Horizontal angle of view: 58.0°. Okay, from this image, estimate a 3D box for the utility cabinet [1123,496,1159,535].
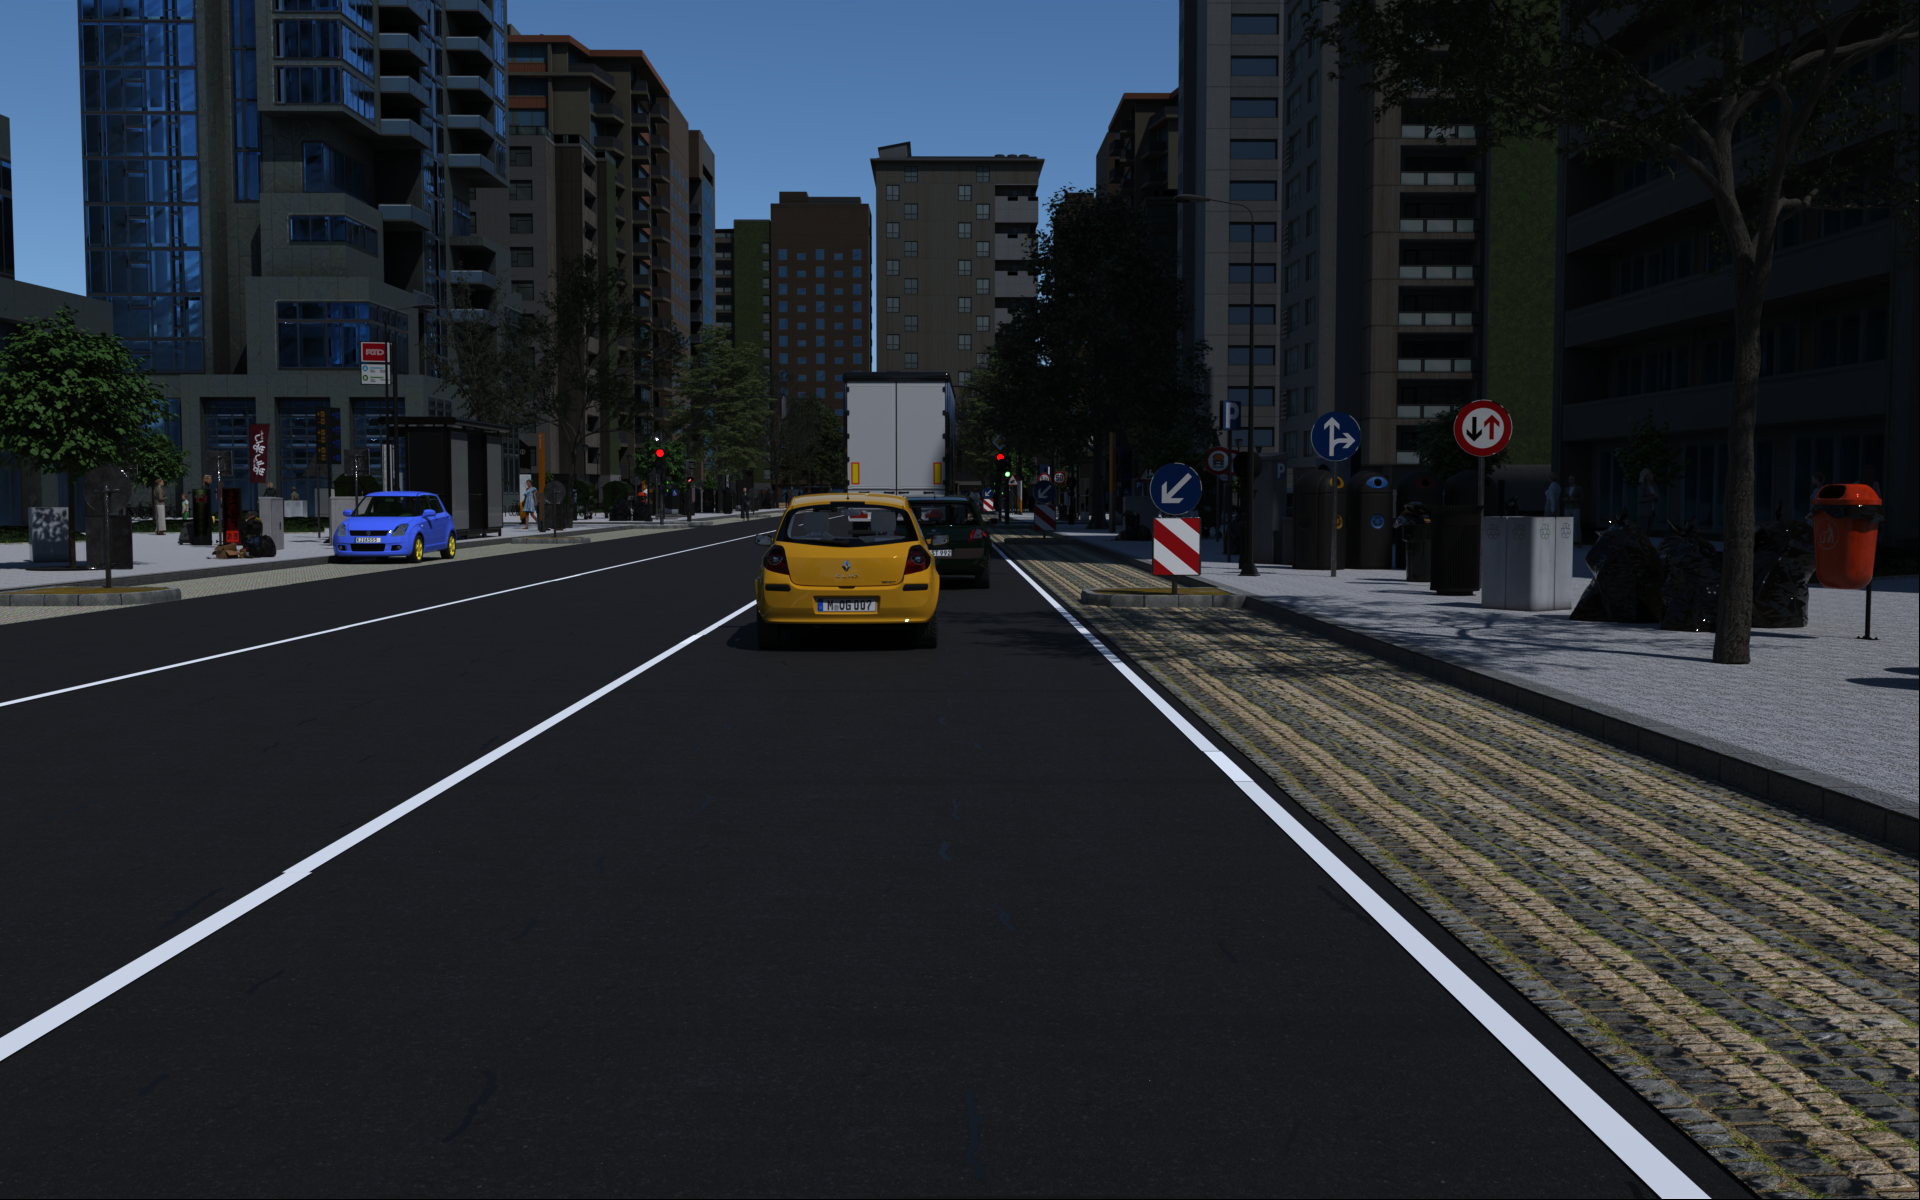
[{"bbox_3d":[5.310,-2.431,50.907,1.020,1.237,0.306,-1,4,-13],"label":"utility cabinet"}]

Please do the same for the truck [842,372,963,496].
[{"bbox_3d":[-1.389,-3.449,45.302,2.839,4.237,11.283,0,4,1],"label":"truck"}]

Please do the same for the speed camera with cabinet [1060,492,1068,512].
[{"bbox_3d":[7.468,-7.566,118.036,0.660,3.252,2.038,-2,4,-27],"label":"speed camera with cabinet"}]

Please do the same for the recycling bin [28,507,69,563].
[{"bbox_3d":[-17.217,-1.240,32.836,0.722,1.027,0.722,-2,4,-33],"label":"recycling bin"}]

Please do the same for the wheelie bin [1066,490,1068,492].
[{"bbox_3d":[7.577,-6.955,121.624,0.980,1.594,0.693,1,4,8],"label":"wheelie bin"}]

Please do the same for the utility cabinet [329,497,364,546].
[{"bbox_3d":[-15.184,-1.961,43.219,1.020,1.237,0.306,-2,4,-26],"label":"utility cabinet"}]

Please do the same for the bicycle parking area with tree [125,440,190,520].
[{"bbox_3d":[-44.288,-6.226,88.791,9.016,4.147,8.231,1,4,14],"label":"bicycle parking area with tree"}]

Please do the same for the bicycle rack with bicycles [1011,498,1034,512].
[{"bbox_3d":[4.937,-8.246,148.202,2.852,0.926,2.925,0,4,7],"label":"bicycle rack with bicycles"}]

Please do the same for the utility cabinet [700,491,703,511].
[{"bbox_3d":[-19.001,-7.427,130.110,0.318,1.500,1.173,2,4,33],"label":"utility cabinet"}]

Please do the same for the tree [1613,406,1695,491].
[{"bbox_3d":[15.250,-2.661,38.105,1.663,3.219,1.824,0,3,0],"label":"tree"}]

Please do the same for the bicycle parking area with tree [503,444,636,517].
[{"bbox_3d":[-24.362,-6.929,100.291,8.231,4.147,9.016,1,4,15],"label":"bicycle parking area with tree"}]

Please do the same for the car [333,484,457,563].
[{"bbox_3d":[-11.956,-1.658,36.698,1.945,1.707,3.694,0,4,0],"label":"car"}]

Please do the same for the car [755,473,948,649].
[{"bbox_3d":[-1.103,-0.444,17.479,2.015,1.641,3.980,0,4,-2],"label":"car"}]

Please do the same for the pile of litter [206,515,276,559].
[{"bbox_3d":[-14.512,-1.280,34.892,1.176,0.858,1.719,2,4,26],"label":"pile of litter"}]

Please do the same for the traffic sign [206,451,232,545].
[{"bbox_3d":[-17.444,-2.365,40.801,0.606,2.300,0.079,0,3,0],"label":"traffic sign"}]

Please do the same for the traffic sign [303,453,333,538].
[{"bbox_3d":[-18.670,-3.082,50.397,0.884,2.594,0.081,0,4,2],"label":"traffic sign"}]

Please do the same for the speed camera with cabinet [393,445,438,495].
[{"bbox_3d":[-22.264,-4.647,70.320,2.038,3.252,0.660,-1,4,-12],"label":"speed camera with cabinet"}]

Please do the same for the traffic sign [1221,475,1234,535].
[{"bbox_3d":[8.347,-3.212,54.639,0.606,2.300,0.079,0,4,-1],"label":"traffic sign"}]

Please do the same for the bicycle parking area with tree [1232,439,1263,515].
[{"bbox_3d":[16.862,-6.248,89.154,8.231,4.147,9.016,2,4,32],"label":"bicycle parking area with tree"}]

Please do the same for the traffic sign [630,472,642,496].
[{"bbox_3d":[-18.421,-6.019,98.523,0.768,2.556,0.104,0,4,6],"label":"traffic sign"}]

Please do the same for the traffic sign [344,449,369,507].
[{"bbox_3d":[-13.708,-2.277,39.364,0.606,2.300,0.079,1,4,8],"label":"traffic sign"}]

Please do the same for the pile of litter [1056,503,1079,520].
[{"bbox_3d":[5.223,-4.297,84.225,1.176,0.858,1.719,0,4,0],"label":"pile of litter"}]

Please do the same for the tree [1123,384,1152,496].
[{"bbox_3d":[12.379,-10.102,115.523,4.737,8.622,4.395,0,3,0],"label":"tree"}]

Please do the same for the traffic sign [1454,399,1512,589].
[{"bbox_3d":[7.056,-1.427,23.445,0.768,2.556,0.104,1,4,8],"label":"traffic sign"}]

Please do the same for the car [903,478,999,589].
[{"bbox_3d":[-0.372,-1.093,27.653,2.009,1.686,4.222,0,4,0],"label":"car"}]

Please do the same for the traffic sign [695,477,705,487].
[{"bbox_3d":[-18.788,-7.628,124.720,0.884,2.594,0.081,0,3,0],"label":"traffic sign"}]

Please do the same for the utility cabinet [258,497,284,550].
[{"bbox_3d":[-15.748,-1.742,39.637,0.306,1.237,1.020,0,4,-7],"label":"utility cabinet"}]

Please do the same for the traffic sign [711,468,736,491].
[{"bbox_3d":[-18.391,-8.581,134.174,2.265,3.308,0.079,0,4,5],"label":"traffic sign"}]

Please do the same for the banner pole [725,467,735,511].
[{"bbox_3d":[-17.585,-8.692,132.130,0.863,3.779,0.401,-3,4,-36],"label":"banner pole"}]

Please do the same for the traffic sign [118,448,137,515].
[{"bbox_3d":[-18.385,-2.200,38.100,0.606,2.300,0.079,0,4,3],"label":"traffic sign"}]

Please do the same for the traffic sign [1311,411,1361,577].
[{"bbox_3d":[5.797,-1.633,26.798,0.768,2.556,0.104,0,4,3],"label":"traffic sign"}]

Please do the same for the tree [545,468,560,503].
[{"bbox_3d":[-30.661,-8.259,129.641,1.663,3.219,1.824,0,3,0],"label":"tree"}]

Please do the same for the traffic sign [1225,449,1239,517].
[{"bbox_3d":[7.728,-3.013,49.372,0.768,2.556,0.104,0,4,2],"label":"traffic sign"}]

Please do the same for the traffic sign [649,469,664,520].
[{"bbox_3d":[-15.061,-5.254,86.013,0.768,2.556,0.104,1,4,9],"label":"traffic sign"}]

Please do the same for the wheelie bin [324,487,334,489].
[{"bbox_3d":[-29.402,-4.461,80.850,0.980,1.594,0.693,-1,4,-23],"label":"wheelie bin"}]

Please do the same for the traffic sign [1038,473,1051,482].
[{"bbox_3d":[5.048,-6.326,103.541,0.768,2.556,0.104,0,4,5],"label":"traffic sign"}]

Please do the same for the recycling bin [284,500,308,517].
[{"bbox_3d":[-26.279,-3.423,68.524,0.722,1.027,0.722,0,4,-5],"label":"recycling bin"}]

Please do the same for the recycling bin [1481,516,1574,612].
[{"bbox_3d":[6.330,-0.414,19.331,0.722,1.027,0.722,-2,4,-35],"label":"recycling bin"}]

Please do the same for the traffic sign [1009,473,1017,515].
[{"bbox_3d":[3.292,-6.626,108.334,0.884,2.594,0.081,0,4,6],"label":"traffic sign"}]

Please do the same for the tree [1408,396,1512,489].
[{"bbox_3d":[16.555,-4.526,57.721,4.285,4.588,4.351,0,3,0],"label":"tree"}]

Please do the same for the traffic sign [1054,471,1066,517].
[{"bbox_3d":[5.468,-5.826,95.356,0.768,2.556,0.104,0,4,5],"label":"traffic sign"}]

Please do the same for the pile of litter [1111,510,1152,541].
[{"bbox_3d":[4.808,-2.068,47.770,1.719,0.858,1.176,3,5,42],"label":"pile of litter"}]

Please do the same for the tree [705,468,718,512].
[{"bbox_3d":[-18.441,-8.096,126.965,1.663,3.219,1.824,0,3,0],"label":"tree"}]

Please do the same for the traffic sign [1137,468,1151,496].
[{"bbox_3d":[7.596,-4.280,69.976,0.884,2.594,0.081,0,4,2],"label":"traffic sign"}]

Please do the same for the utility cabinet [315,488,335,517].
[{"bbox_3d":[-25.201,-3.677,68.804,1.173,1.500,0.318,3,5,44],"label":"utility cabinet"}]

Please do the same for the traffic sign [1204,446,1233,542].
[{"bbox_3d":[6.917,-2.833,46.418,0.768,2.556,0.104,0,4,7],"label":"traffic sign"}]

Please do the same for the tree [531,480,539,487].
[{"bbox_3d":[-31.825,-8.060,126.380,1.663,3.219,1.824,0,3,0],"label":"tree"}]
